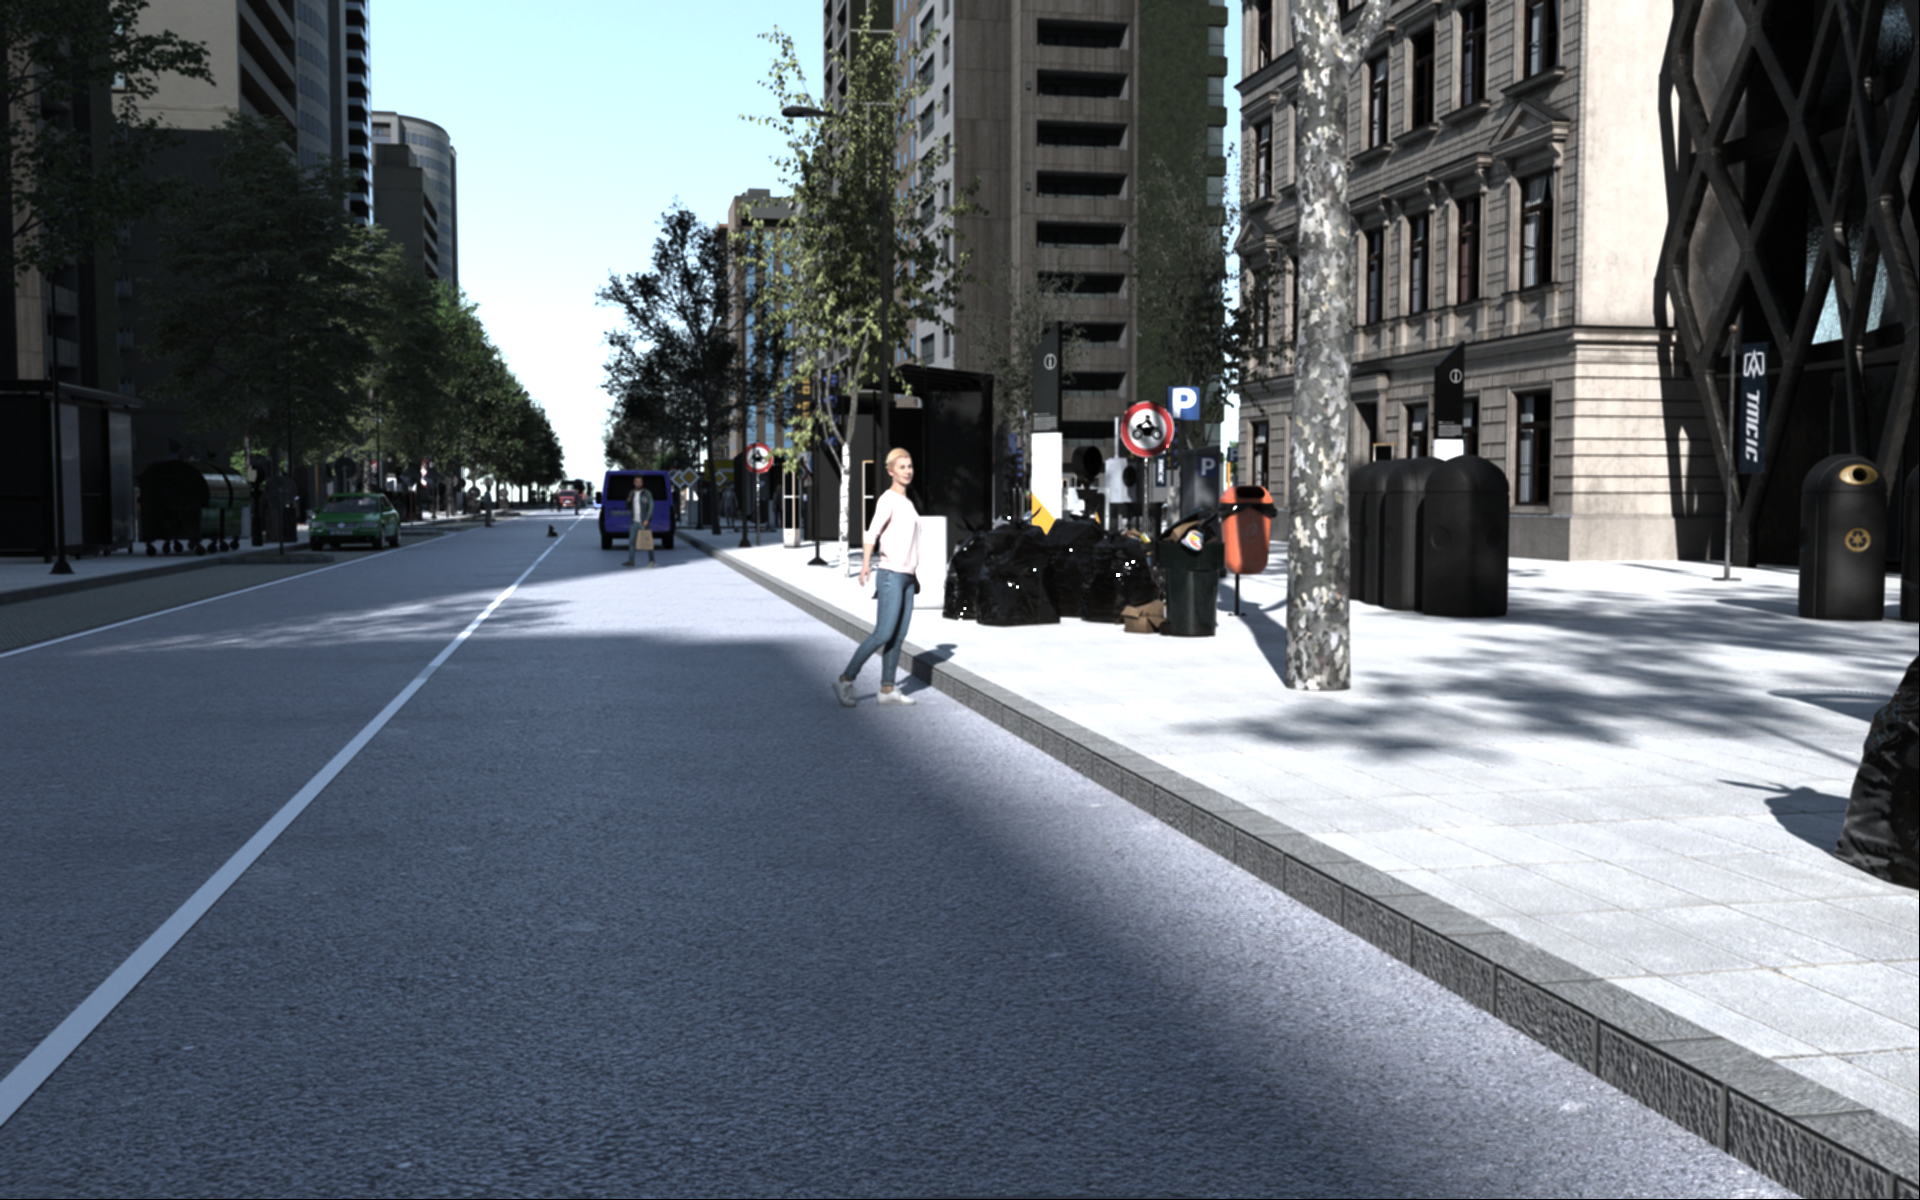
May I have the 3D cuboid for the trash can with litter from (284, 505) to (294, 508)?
[{"bbox_3d":[-26.372,-3.405,67.056,1.055,1.170,0.624,0,4,2],"label":"trash can with litter"}]

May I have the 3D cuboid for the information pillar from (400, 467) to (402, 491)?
[{"bbox_3d":[-42.969,-8.646,132.720,0.504,3.616,0.183,1,4,15],"label":"information pillar"}]

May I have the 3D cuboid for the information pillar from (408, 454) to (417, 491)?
[{"bbox_3d":[-28.153,-5.983,89.169,0.504,3.616,0.183,-1,4,-21],"label":"information pillar"}]

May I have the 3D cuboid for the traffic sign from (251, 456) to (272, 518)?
[{"bbox_3d":[-18.913,-2.734,46.828,0.606,2.300,0.079,0,4,-3],"label":"traffic sign"}]

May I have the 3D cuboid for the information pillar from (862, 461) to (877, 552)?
[{"bbox_3d":[-2.011,-2.077,38.454,0.304,2.012,0.304,0,4,-7],"label":"information pillar"}]

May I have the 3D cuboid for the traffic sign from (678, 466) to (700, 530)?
[{"bbox_3d":[-9.682,-3.568,61.981,0.795,2.450,0.064,-1,4,-12],"label":"traffic sign"}]

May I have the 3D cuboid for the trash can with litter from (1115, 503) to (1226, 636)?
[{"bbox_3d":[1.887,-0.270,15.808,1.055,1.170,0.624,3,5,42],"label":"trash can with litter"}]

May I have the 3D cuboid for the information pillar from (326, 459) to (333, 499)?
[{"bbox_3d":[-40.550,-7.347,111.478,0.183,3.616,0.504,2,4,28],"label":"information pillar"}]

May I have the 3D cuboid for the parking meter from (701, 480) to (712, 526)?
[{"bbox_3d":[-10.306,-3.967,70.565,0.399,1.863,0.255,1,4,21],"label":"parking meter"}]

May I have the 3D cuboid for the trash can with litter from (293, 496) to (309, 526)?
[{"bbox_3d":[-26.623,-3.622,70.275,1.678,1.210,2.233,2,4,29],"label":"trash can with litter"}]

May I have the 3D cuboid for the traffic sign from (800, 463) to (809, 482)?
[{"bbox_3d":[-6.619,-4.363,71.449,0.768,2.556,0.104,0,4,-3],"label":"traffic sign"}]

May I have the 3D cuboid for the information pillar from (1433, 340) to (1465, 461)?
[{"bbox_3d":[7.425,-2.138,26.313,0.504,3.616,0.183,-1,4,-19],"label":"information pillar"}]

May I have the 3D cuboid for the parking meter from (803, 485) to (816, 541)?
[{"bbox_3d":[-4.121,-2.402,47.688,0.372,1.533,0.369,0,3,0],"label":"parking meter"}]

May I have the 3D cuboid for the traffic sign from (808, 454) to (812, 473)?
[{"bbox_3d":[-4.063,-3.094,50.690,0.768,2.556,0.104,0,4,-5],"label":"traffic sign"}]

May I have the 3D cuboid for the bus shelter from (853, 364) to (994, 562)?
[{"bbox_3d":[-0.766,-2.640,34.447,1.731,3.624,6.357,-1,4,-12],"label":"bus shelter"}]

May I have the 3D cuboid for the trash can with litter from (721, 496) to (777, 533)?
[{"bbox_3d":[-7.054,-2.895,58.386,2.233,1.210,1.678,-3,5,-42],"label":"trash can with litter"}]

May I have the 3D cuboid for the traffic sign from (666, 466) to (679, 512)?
[{"bbox_3d":[-13.222,-4.889,80.048,0.768,2.556,0.104,0,4,-2],"label":"traffic sign"}]

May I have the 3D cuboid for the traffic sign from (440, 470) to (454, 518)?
[{"bbox_3d":[-27.574,-5.688,93.097,0.768,2.556,0.104,-1,4,-10],"label":"traffic sign"}]

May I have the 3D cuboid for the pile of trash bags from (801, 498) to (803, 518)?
[{"bbox_3d":[-7.245,-5.122,93.496,1.912,1.369,3.447,-2,4,-25],"label":"pile of trash bags"}]

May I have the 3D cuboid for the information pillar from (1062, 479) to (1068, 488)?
[{"bbox_3d":[5.218,-5.053,87.107,0.304,2.012,0.304,-1,4,-19],"label":"information pillar"}]

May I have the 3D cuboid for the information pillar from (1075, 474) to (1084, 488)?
[{"bbox_3d":[3.773,-3.002,53.577,0.304,2.012,0.304,-3,5,-44],"label":"information pillar"}]

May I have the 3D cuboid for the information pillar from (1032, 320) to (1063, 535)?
[{"bbox_3d":[1.193,-1.967,23.522,0.504,3.616,0.183,3,5,44],"label":"information pillar"}]

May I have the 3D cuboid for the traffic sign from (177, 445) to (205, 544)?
[{"bbox_3d":[-19.773,-2.724,44.644,0.768,2.556,0.104,-1,4,-9],"label":"traffic sign"}]

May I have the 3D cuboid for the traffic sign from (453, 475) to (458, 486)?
[{"bbox_3d":[-33.843,-7.054,115.443,0.768,2.556,0.104,-1,4,-10],"label":"traffic sign"}]

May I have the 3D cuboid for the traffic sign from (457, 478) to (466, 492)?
[{"bbox_3d":[-40.487,-8.597,140.668,0.768,2.556,0.104,0,4,-4],"label":"traffic sign"}]

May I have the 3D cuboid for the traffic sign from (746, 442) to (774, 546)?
[{"bbox_3d":[-4.984,-2.609,42.766,0.768,2.556,0.104,-1,4,-11],"label":"traffic sign"}]

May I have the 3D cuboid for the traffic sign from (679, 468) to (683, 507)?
[{"bbox_3d":[-13.842,-5.209,85.269,0.768,2.556,0.104,0,4,-4],"label":"traffic sign"}]

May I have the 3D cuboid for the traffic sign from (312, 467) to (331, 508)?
[{"bbox_3d":[-30.567,-5.074,82.962,0.884,2.594,0.081,0,4,-4],"label":"traffic sign"}]

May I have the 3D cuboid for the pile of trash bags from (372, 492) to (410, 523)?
[{"bbox_3d":[-25.728,-4.103,76.833,1.912,1.369,3.447,-2,4,-32],"label":"pile of trash bags"}]

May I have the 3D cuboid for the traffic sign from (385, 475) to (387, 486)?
[{"bbox_3d":[-30.556,-5.560,93.041,0.606,2.300,0.079,-1,4,-9],"label":"traffic sign"}]

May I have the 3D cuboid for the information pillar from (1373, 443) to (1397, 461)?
[{"bbox_3d":[6.196,-1.272,25.297,0.304,2.012,0.304,1,4,23],"label":"information pillar"}]

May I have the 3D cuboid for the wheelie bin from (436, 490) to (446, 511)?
[{"bbox_3d":[-38.285,-7.340,127.910,0.693,1.594,0.980,0,4,-4],"label":"wheelie bin"}]

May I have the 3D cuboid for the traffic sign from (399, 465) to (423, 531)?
[{"bbox_3d":[-19.036,-3.452,60.090,0.795,2.450,0.064,-1,4,-12],"label":"traffic sign"}]

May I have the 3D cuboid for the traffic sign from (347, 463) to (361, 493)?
[{"bbox_3d":[-23.909,-4.153,68.002,0.768,2.556,0.104,0,4,-6],"label":"traffic sign"}]

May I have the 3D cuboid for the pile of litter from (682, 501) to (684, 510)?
[{"bbox_3d":[-21.241,-7.441,135.619,1.719,0.858,1.176,3,4,38],"label":"pile of litter"}]

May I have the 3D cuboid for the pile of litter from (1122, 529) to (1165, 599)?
[{"bbox_3d":[2.203,-0.462,21.511,1.719,0.858,1.176,2,4,28],"label":"pile of litter"}]

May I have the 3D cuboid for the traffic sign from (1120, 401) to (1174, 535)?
[{"bbox_3d":[2.561,-1.454,23.874,0.768,2.556,0.104,-1,4,-11],"label":"traffic sign"}]

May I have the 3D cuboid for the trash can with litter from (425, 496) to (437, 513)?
[{"bbox_3d":[-41.563,-7.616,135.907,0.624,1.170,1.055,0,4,2],"label":"trash can with litter"}]

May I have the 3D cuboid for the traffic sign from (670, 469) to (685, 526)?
[{"bbox_3d":[-11.286,-4.047,69.803,0.795,2.450,0.064,-1,4,-12],"label":"traffic sign"}]

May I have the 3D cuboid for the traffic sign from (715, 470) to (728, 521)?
[{"bbox_3d":[-11.589,-5.028,83.397,0.795,2.450,0.064,-1,4,-8],"label":"traffic sign"}]

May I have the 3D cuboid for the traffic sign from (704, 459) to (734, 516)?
[{"bbox_3d":[-13.830,-6.572,101.317,2.265,3.308,0.079,0,4,-3],"label":"traffic sign"}]

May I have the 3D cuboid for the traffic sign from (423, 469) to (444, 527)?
[{"bbox_3d":[-20.641,-3.931,67.912,0.795,2.450,0.064,-1,4,-12],"label":"traffic sign"}]

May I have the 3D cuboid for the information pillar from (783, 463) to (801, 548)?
[{"bbox_3d":[-3.999,-2.243,41.161,0.304,2.012,0.304,2,4,24],"label":"information pillar"}]

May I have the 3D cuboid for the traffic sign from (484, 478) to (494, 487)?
[{"bbox_3d":[-36.771,-8.263,135.199,0.768,2.556,0.104,-1,4,-9],"label":"traffic sign"}]

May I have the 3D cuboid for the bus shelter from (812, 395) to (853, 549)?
[{"bbox_3d":[-2.870,-3.194,43.501,1.731,3.624,6.357,-1,4,-12],"label":"bus shelter"}]

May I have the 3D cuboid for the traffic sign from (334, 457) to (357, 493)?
[{"bbox_3d":[-21.121,-3.635,59.538,0.768,2.556,0.104,0,4,-4],"label":"traffic sign"}]

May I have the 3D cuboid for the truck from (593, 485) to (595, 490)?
[{"bbox_3d":[-63.075,-18.032,290.752,3.469,3.379,9.791,-1,4,-12],"label":"truck"}]

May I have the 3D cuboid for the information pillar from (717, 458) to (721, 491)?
[{"bbox_3d":[-15.805,-7.352,111.552,0.504,3.616,0.183,1,4,11],"label":"information pillar"}]

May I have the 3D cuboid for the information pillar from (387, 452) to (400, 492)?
[{"bbox_3d":[-29.485,-6.026,89.874,0.504,3.616,0.183,1,4,8],"label":"information pillar"}]

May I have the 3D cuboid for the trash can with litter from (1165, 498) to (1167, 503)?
[{"bbox_3d":[7.718,-3.080,61.749,1.055,1.170,0.624,-3,5,-43],"label":"trash can with litter"}]
